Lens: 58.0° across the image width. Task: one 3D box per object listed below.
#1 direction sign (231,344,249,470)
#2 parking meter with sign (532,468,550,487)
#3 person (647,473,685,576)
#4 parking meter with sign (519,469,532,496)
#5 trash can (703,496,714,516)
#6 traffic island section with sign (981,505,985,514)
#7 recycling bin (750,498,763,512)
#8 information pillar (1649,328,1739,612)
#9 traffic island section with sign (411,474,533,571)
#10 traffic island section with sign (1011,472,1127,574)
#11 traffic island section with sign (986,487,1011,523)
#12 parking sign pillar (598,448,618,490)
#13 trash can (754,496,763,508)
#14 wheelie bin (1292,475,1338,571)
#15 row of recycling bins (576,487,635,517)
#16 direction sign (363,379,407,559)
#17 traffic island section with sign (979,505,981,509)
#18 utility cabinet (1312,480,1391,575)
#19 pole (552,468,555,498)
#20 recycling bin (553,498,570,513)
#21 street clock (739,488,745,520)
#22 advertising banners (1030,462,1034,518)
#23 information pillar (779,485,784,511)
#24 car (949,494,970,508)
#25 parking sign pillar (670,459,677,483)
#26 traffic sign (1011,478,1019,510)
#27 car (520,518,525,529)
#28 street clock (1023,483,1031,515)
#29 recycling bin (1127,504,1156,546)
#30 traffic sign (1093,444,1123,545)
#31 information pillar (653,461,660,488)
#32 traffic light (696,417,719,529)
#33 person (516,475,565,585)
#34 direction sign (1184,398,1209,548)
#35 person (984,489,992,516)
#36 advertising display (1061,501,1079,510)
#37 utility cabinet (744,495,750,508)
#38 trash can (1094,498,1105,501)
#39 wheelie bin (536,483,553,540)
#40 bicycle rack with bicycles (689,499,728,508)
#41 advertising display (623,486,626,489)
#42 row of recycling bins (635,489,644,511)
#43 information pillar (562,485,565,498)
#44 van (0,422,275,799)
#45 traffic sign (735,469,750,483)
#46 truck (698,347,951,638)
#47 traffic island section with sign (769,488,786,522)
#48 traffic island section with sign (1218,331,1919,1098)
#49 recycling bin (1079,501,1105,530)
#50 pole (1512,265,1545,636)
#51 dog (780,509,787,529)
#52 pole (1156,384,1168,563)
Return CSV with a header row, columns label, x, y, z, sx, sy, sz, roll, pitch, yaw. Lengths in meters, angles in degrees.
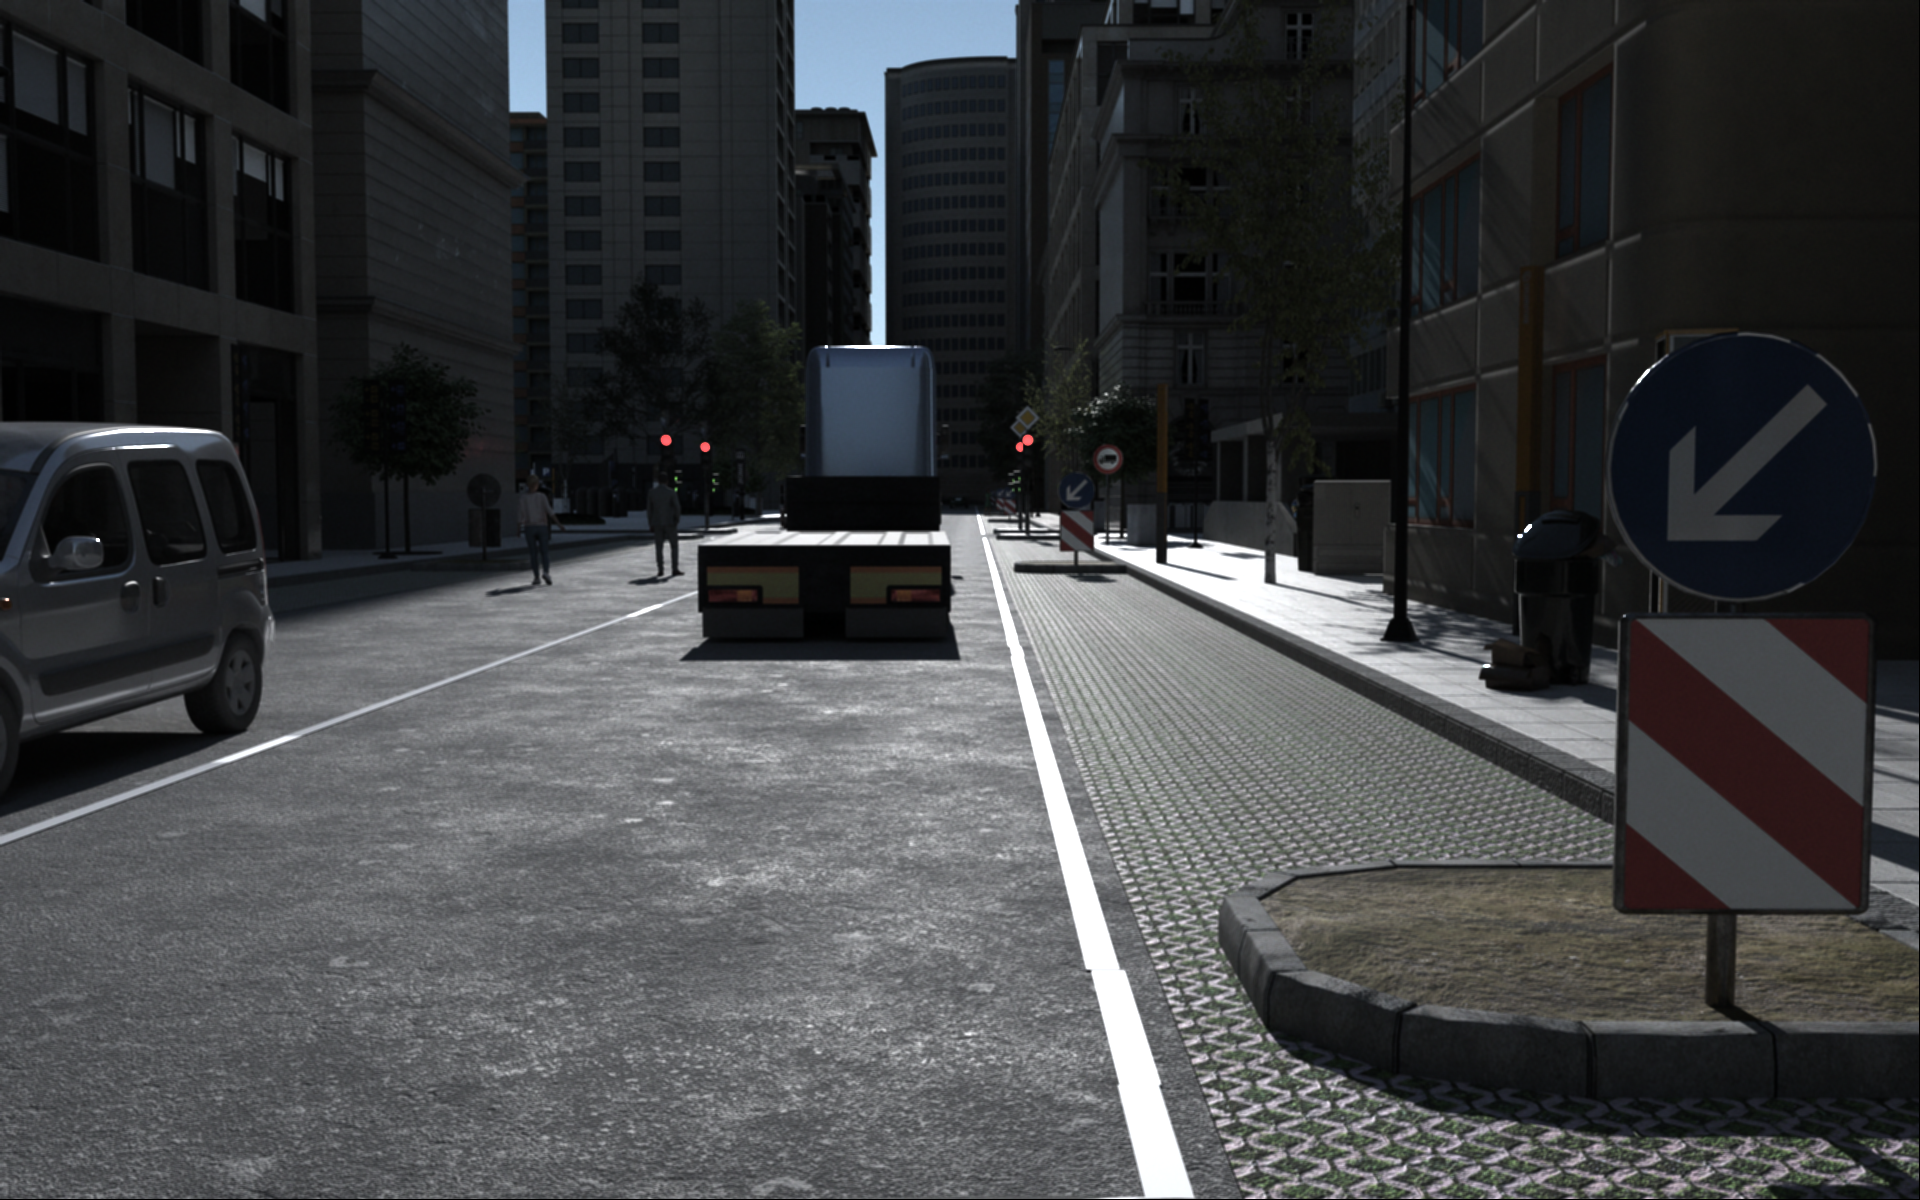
label,x,y,z,sx,sy,sz,roll,pitch,yaw
direction sign,-11.030,-2.116,26.599,0.379,3.537,0.876,-1,4,-9
parking meter with sign,-27.637,-7.245,114.709,0.543,3.016,1.738,-2,4,-29
person,-5.199,-1.340,30.509,0.635,1.810,0.391,0,4,-1
parking meter with sign,-30.615,-7.681,121.842,1.738,3.016,0.543,2,4,34
trash can,-14.473,-5.387,99.730,0.748,1.137,0.748,0,3,0
traffic island section with sign,2.595,-6.517,115.173,1.989,1.847,2.006,0,4,0
recycling bin,-14.772,-6.914,125.599,0.722,1.027,0.722,-2,4,-26
information pillar,3.323,-0.207,7.877,0.304,2.012,0.304,1,4,13
traffic island section with sign,-9.114,-1.479,32.811,1.989,1.847,2.006,0,4,0
traffic island section with sign,2.000,-1.428,31.975,1.989,1.847,2.006,0,4,0
traffic island section with sign,2.394,-4.828,87.565,1.989,1.847,2.006,0,4,0
parking sign pillar,-20.162,-6.878,100.921,1.447,3.967,1.447,-1,4,-15
trash can,-15.489,-7.434,133.206,0.748,1.137,0.748,0,3,0
wheelie bin,6.014,-1.291,29.018,0.980,1.594,0.693,1,4,21
row of recycling bins,-20.216,-5.535,97.614,3.534,1.692,1.069,2,4,29
direction sign,-11.378,-2.589,34.332,0.876,3.537,0.379,0,4,7
traffic island section with sign,2.948,-9.584,165.328,1.989,1.847,2.006,0,4,0
utility cabinet,6.200,-1.146,27.424,1.173,1.500,0.318,1,4,19
pole,-31.615,-8.618,134.744,0.158,3.312,0.155,0,3,0
recycling bin,-23.465,-5.472,102.020,0.722,1.027,0.722,2,4,24
street clock,-10.726,-4.933,85.228,0.358,2.002,0.471,0,4,4
advertising banners,3.940,-6.008,94.412,0.090,3.025,2.074,0,4,6
information pillar,-13.834,-7.938,134.273,0.304,2.012,0.304,-1,4,-21
car,-0.077,-10.027,175.736,2.131,1.459,4.920,0,4,2
parking sign pillar,-21.974,-8.758,131.669,1.447,3.967,1.447,1,4,15
traffic sign,4.413,-8.318,136.110,0.768,2.556,0.104,0,4,7
car,-17.255,-2.892,59.654,4.827,1.381,2.083,0,4,1
street clock,4.073,-6.358,108.519,0.358,2.002,0.471,1,4,11
recycling bin,4.608,-1.866,43.055,0.722,1.027,0.722,-1,4,-17
traffic sign,3.752,-2.684,43.987,0.768,2.556,0.104,0,4,5
information pillar,-21.305,-7.973,121.705,0.504,3.616,0.183,1,4,15
traffic light,-9.184,-4.526,62.917,0.839,4.253,0.868,0,4,0
person,-6.626,-1.118,27.451,0.731,1.740,0.598,-2,4,-24
direction sign,5.614,-3.008,41.184,0.876,3.537,0.379,-3,5,-44
person,1.825,-6.398,113.349,0.529,1.795,0.600,0,4,-7
advertising display,4.857,-4.309,75.662,0.974,1.923,0.123,2,4,34
utility cabinet,-15.065,-6.813,122.551,0.306,1.237,1.020,0,4,-1
trash can,4.964,-3.177,63.597,0.748,1.137,0.748,0,3,0
wheelie bin,-11.660,-2.462,48.156,0.693,1.594,0.980,-1,4,-18
bicycle rack with bicycles,-17.884,-6.682,122.638,2.925,0.926,2.852,-3,4,-37
advertising display,-26.759,-8.139,138.283,0.123,1.923,0.974,-1,4,-19
row of recycling bins,-25.028,-7.489,129.556,1.069,1.692,3.534,2,4,35
information pillar,-30.372,-7.857,132.956,0.304,2.012,0.304,0,4,4
van,-5.172,-0.126,9.074,2.013,2.044,4.112,0,4,2
traffic sign,-10.752,-5.228,85.583,0.768,2.556,0.104,1,4,8
truck,-1.503,-2.208,25.859,2.967,4.110,18.799,0,4,-1
traffic island section with sign,-8.713,-4.904,88.814,1.989,1.847,2.006,0,4,0
traffic island section with sign,1.812,0.221,5.021,1.989,1.847,2.006,0,4,0
recycling bin,4.745,-3.042,62.288,0.722,1.027,0.722,-2,4,-25
pole,5.122,-1.331,15.599,0.158,3.312,0.155,0,3,0
dog,-7.134,-3.336,71.380,0.800,0.831,0.513,-2,4,-32
pole,3.746,-2.340,32.095,0.158,3.312,0.155,0,3,0
